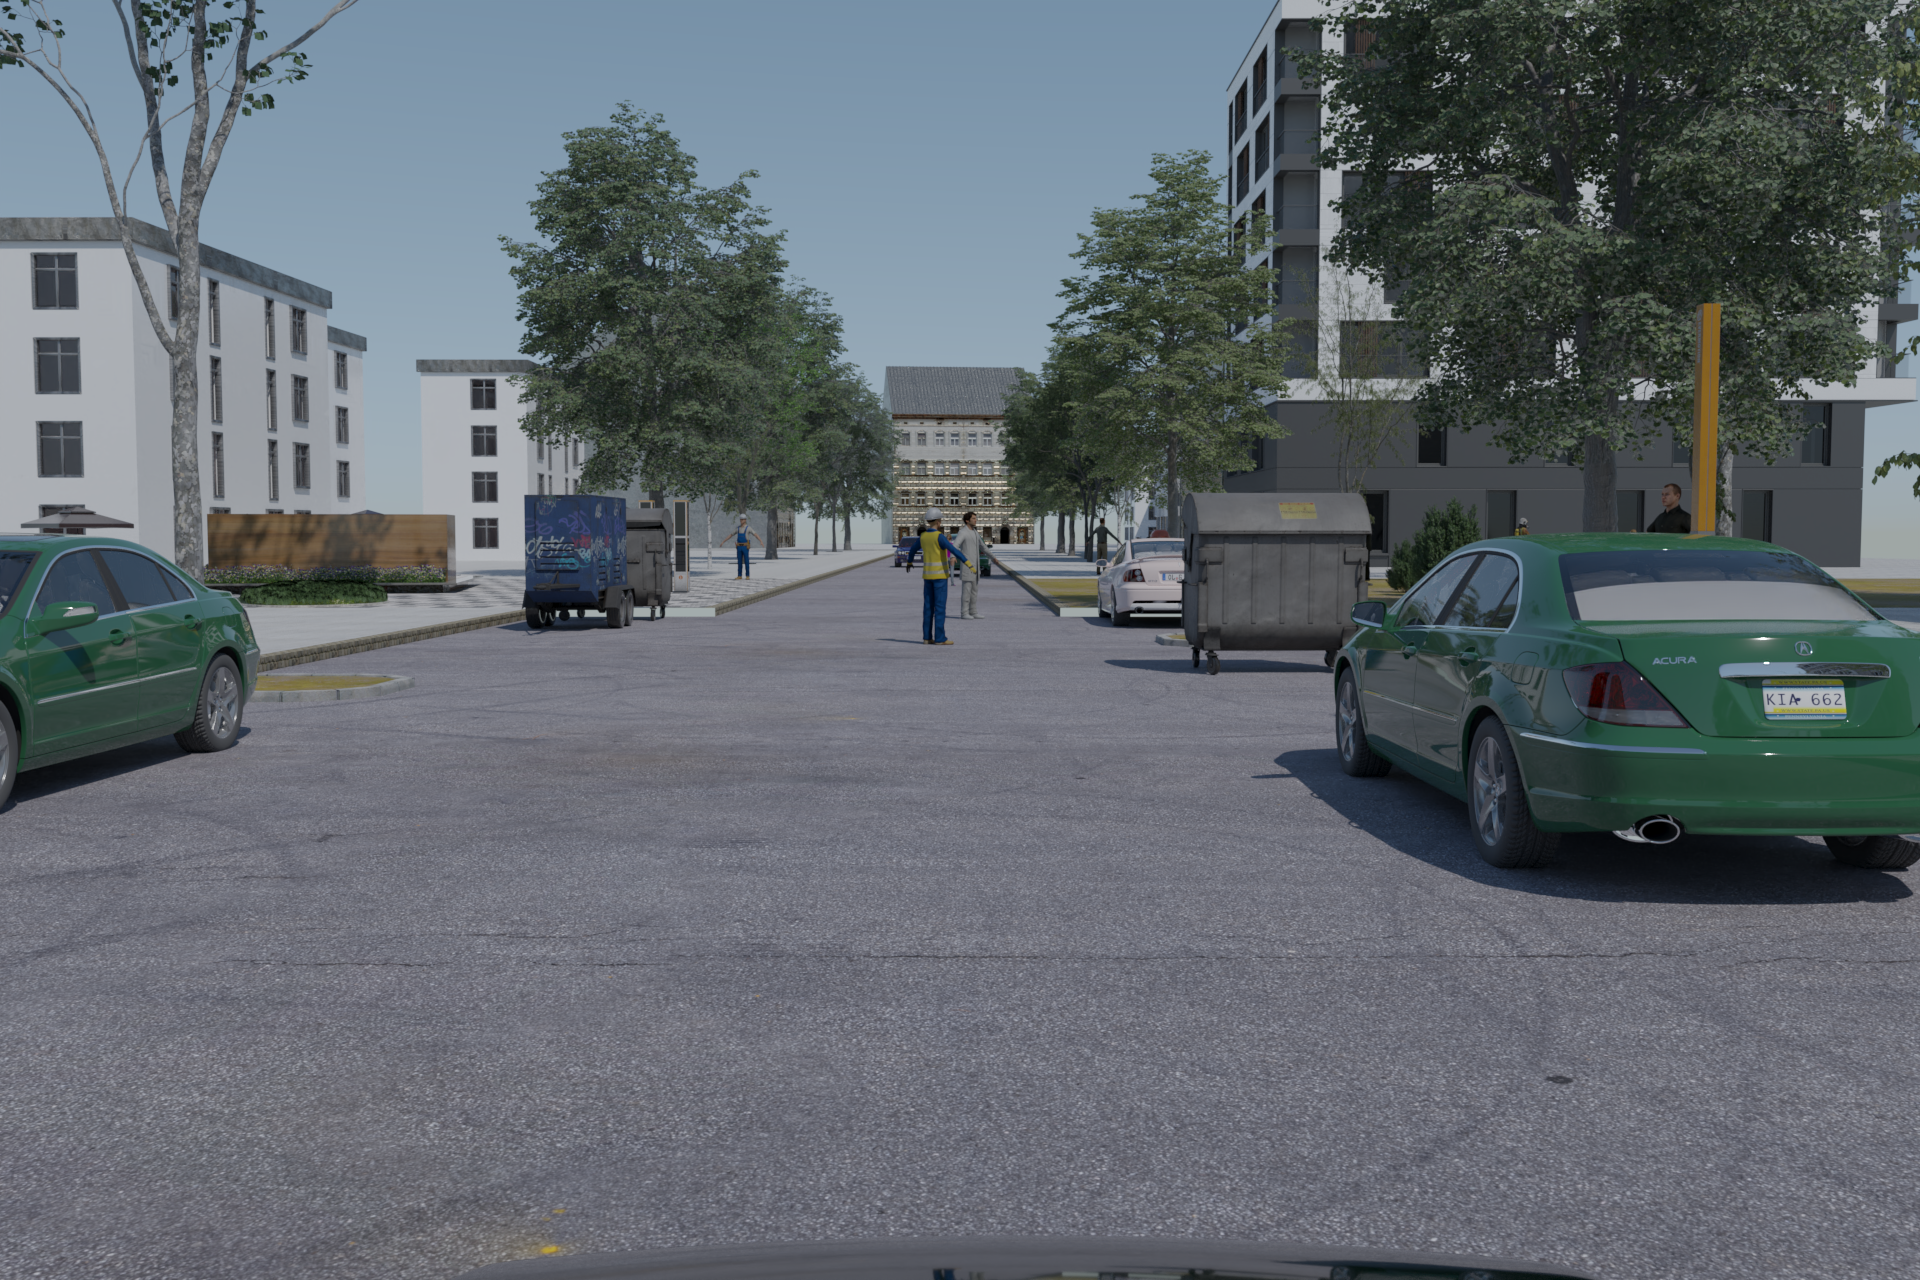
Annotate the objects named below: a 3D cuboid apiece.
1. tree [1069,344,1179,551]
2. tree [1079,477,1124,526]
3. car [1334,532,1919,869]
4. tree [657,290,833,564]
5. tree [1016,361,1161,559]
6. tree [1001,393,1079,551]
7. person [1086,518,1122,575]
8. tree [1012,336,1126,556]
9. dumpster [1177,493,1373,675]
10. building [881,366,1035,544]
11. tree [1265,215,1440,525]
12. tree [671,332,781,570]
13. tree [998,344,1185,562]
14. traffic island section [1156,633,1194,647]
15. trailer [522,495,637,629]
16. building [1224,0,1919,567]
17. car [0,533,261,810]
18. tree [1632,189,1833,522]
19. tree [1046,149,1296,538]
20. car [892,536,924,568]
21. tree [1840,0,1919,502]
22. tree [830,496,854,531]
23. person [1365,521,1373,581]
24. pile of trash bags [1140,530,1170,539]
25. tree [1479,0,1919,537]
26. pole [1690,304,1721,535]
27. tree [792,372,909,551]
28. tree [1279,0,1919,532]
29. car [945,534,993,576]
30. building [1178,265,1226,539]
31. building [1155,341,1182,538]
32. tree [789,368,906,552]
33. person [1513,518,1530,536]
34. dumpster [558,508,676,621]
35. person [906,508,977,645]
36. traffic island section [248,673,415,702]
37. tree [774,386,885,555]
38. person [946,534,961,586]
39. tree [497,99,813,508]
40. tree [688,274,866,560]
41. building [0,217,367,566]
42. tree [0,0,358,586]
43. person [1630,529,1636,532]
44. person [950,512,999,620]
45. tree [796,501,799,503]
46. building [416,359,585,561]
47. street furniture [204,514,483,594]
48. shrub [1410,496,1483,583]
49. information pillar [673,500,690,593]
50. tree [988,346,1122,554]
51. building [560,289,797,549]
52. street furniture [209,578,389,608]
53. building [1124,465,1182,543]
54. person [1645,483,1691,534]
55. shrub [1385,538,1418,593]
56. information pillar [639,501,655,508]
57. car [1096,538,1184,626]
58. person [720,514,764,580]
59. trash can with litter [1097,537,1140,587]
[{"bbox_3d":[5.952,-7.148,67.236,4.360,8.622,3.978,0,3,0],"label":"tree"},{"bbox_3d":[18.708,-19.295,225.837,12.009,13.543,11.850,0,3,0],"label":"tree"},{"bbox_3d":[3.191,0.180,8.851,2.131,1.459,4.920,0,4,0],"label":"car"},{"bbox_3d":[-9.203,-9.018,73.199,9.928,11.665,9.643,0,3,0],"label":"tree"},{"bbox_3d":[6.681,-9.441,88.777,8.767,10.594,7.601,2,4,27],"label":"tree"},{"bbox_3d":[6.722,-13.155,133.218,7.486,12.596,7.792,0,3,0],"label":"tree"},{"bbox_3d":[4.478,-2.941,54.361,1.348,1.796,0.705,3,4,37],"label":"person"},{"bbox_3d":[6.612,-11.113,99.818,7.486,12.596,7.792,0,3,0],"label":"tree"},{"bbox_3d":[3.258,-0.604,18.086,1.865,1.857,1.264,0,4,-1],"label":"dumpster"},{"bbox_3d":[-0.619,-24.016,226.052,18.063,23.208,19.493,0,4,-7],"label":"building"},{"bbox_3d":[8.938,-5.541,40.955,4.360,8.622,3.978,0,3,0],"label":"tree"},{"bbox_3d":[-9.217,-6.865,62.602,4.360,8.622,3.978,0,3,0],"label":"tree"},{"bbox_3d":[5.967,-8.814,78.523,8.767,10.594,7.601,-1,4,-9],"label":"tree"},{"bbox_3d":[3.603,0.008,22.740,1.991,0.108,1.994,0,4,0],"label":"traffic island section"},{"bbox_3d":[-5.825,-1.149,25.837,1.471,1.999,3.904,0,4,0],"label":"trailer"},{"bbox_3d":[26.196,-14.572,82.232,27.936,21.610,32.646,0,4,0],"label":"building"},{"bbox_3d":[-5.770,0.105,10.085,2.131,1.459,4.920,0,4,0],"label":"car"},{"bbox_3d":[14.635,-5.086,33.515,4.737,8.622,4.395,0,3,0],"label":"tree"},{"bbox_3d":[6.271,-8.153,51.430,7.486,12.596,7.792,0,3,0],"label":"tree"},{"bbox_3d":[-1.965,-3.845,75.445,1.945,1.354,3.894,0,4,-1],"label":"car"},{"bbox_3d":[9.615,-3.934,14.681,4.737,8.622,4.395,0,3,0],"label":"tree"},{"bbox_3d":[-14.661,-16.560,221.118,4.737,8.622,4.395,0,3,0],"label":"tree"},{"bbox_3d":[11.091,-2.522,47.429,0.705,1.806,1.347,1,4,23],"label":"person"},{"bbox_3d":[3.959,-1.443,33.349,1.912,1.369,3.447,0,4,0],"label":"pile of trash bags"},{"bbox_3d":[19.855,-11.517,44.191,12.611,20.169,13.585,0,3,0],"label":"tree"},{"bbox_3d":[6.642,-1.323,15.468,0.158,3.312,0.155,0,3,0],"label":"pole"},{"bbox_3d":[-8.829,-13.905,134.007,9.857,13.997,8.962,0,3,0],"label":"tree"},{"bbox_3d":[9.594,-7.259,25.343,9.857,13.997,8.962,0,3,0],"label":"tree"},{"bbox_3d":[0.110,-2.958,60.163,2.131,1.459,4.920,0,4,-2],"label":"car"},{"bbox_3d":[24.412,-17.006,108.970,19.493,23.208,18.063,0,4,-1],"label":"building"},{"bbox_3d":[24.199,-19.090,168.545,16.016,20.090,11.380,0,4,0],"label":"building"},{"bbox_3d":[-8.994,-13.002,122.951,12.009,13.543,11.850,0,3,0],"label":"tree"},{"bbox_3d":[20.250,-3.456,62.271,0.705,1.858,1.354,-1,4,-16],"label":"person"},{"bbox_3d":[-5.761,-1.266,28.923,1.865,1.857,1.264,0,4,0],"label":"dumpster"},{"bbox_3d":[-0.270,-0.829,22.475,1.216,1.772,0.721,3,5,43],"label":"person"},{"bbox_3d":[-6.103,0.436,15.746,1.991,0.108,1.994,0,4,0],"label":"traffic island section"},{"bbox_3d":[-8.768,-10.394,104.353,8.767,10.594,7.601,0,4,-2],"label":"tree"},{"bbox_3d":[-0.279,-2.203,47.750,0.991,1.433,0.599,1,4,15],"label":"person"},{"bbox_3d":[-9.031,-8.863,51.557,9.857,13.997,8.962,0,3,0],"label":"tree"},{"bbox_3d":[-9.500,-10.995,86.428,9.857,13.997,8.962,0,3,0],"label":"tree"},{"bbox_3d":[-26.250,-7.215,60.107,9.099,9.664,28.070,0,4,1],"label":"building"},{"bbox_3d":[-12.078,-10.483,27.279,12.611,20.169,13.585,0,3,0],"label":"tree"},{"bbox_3d":[21.916,-2.872,56.225,0.599,1.433,0.991,0,4,-4],"label":"person"},{"bbox_3d":[0.193,-1.256,29.174,0.705,1.806,1.347,2,4,35],"label":"person"},{"bbox_3d":[-24.157,-18.087,221.470,9.928,11.665,9.643,0,3,0],"label":"tree"},{"bbox_3d":[-25.517,-9.492,97.342,9.099,9.664,28.070,0,4,-1],"label":"building"},{"bbox_3d":[-15.699,-1.993,39.444,9.812,1.723,11.010,-1,4,-11],"label":"street furniture"},{"bbox_3d":[10.080,-1.931,35.606,1.661,2.075,1.752,0,3,0],"label":"shrub"},{"bbox_3d":[-6.095,-2.045,37.929,0.304,2.012,0.304,0,4,2],"label":"information pillar"},{"bbox_3d":[6.669,-12.684,114.039,9.857,13.997,8.962,0,3,0],"label":"tree"},{"bbox_3d":[-25.561,-20.156,160.481,19.493,23.208,18.063,0,4,1],"label":"building"},{"bbox_3d":[-15.596,-0.905,30.421,10.072,0.657,5.734,0,4,1],"label":"street furniture"},{"bbox_3d":[23.538,-15.097,188.986,9.099,9.664,28.070,0,4,0],"label":"building"},{"bbox_3d":[7.306,-0.713,17.870,0.705,1.803,1.348,-1,4,-23],"label":"person"},{"bbox_3d":[9.782,-1.638,37.904,1.383,1.207,1.383,0,3,0],"label":"shrub"},{"bbox_3d":[-6.880,-2.055,38.088,0.304,2.012,0.304,0,4,0],"label":"information pillar"},{"bbox_3d":[3.295,-0.974,28.288,2.083,1.381,4.827,0,4,0],"label":"car"},{"bbox_3d":[-6.089,-2.612,48.564,1.347,1.847,0.705,1,4,17],"label":"person"},{"bbox_3d":[4.172,-1.843,41.188,1.678,1.210,2.233,0,4,-1],"label":"trash can with litter"}]
